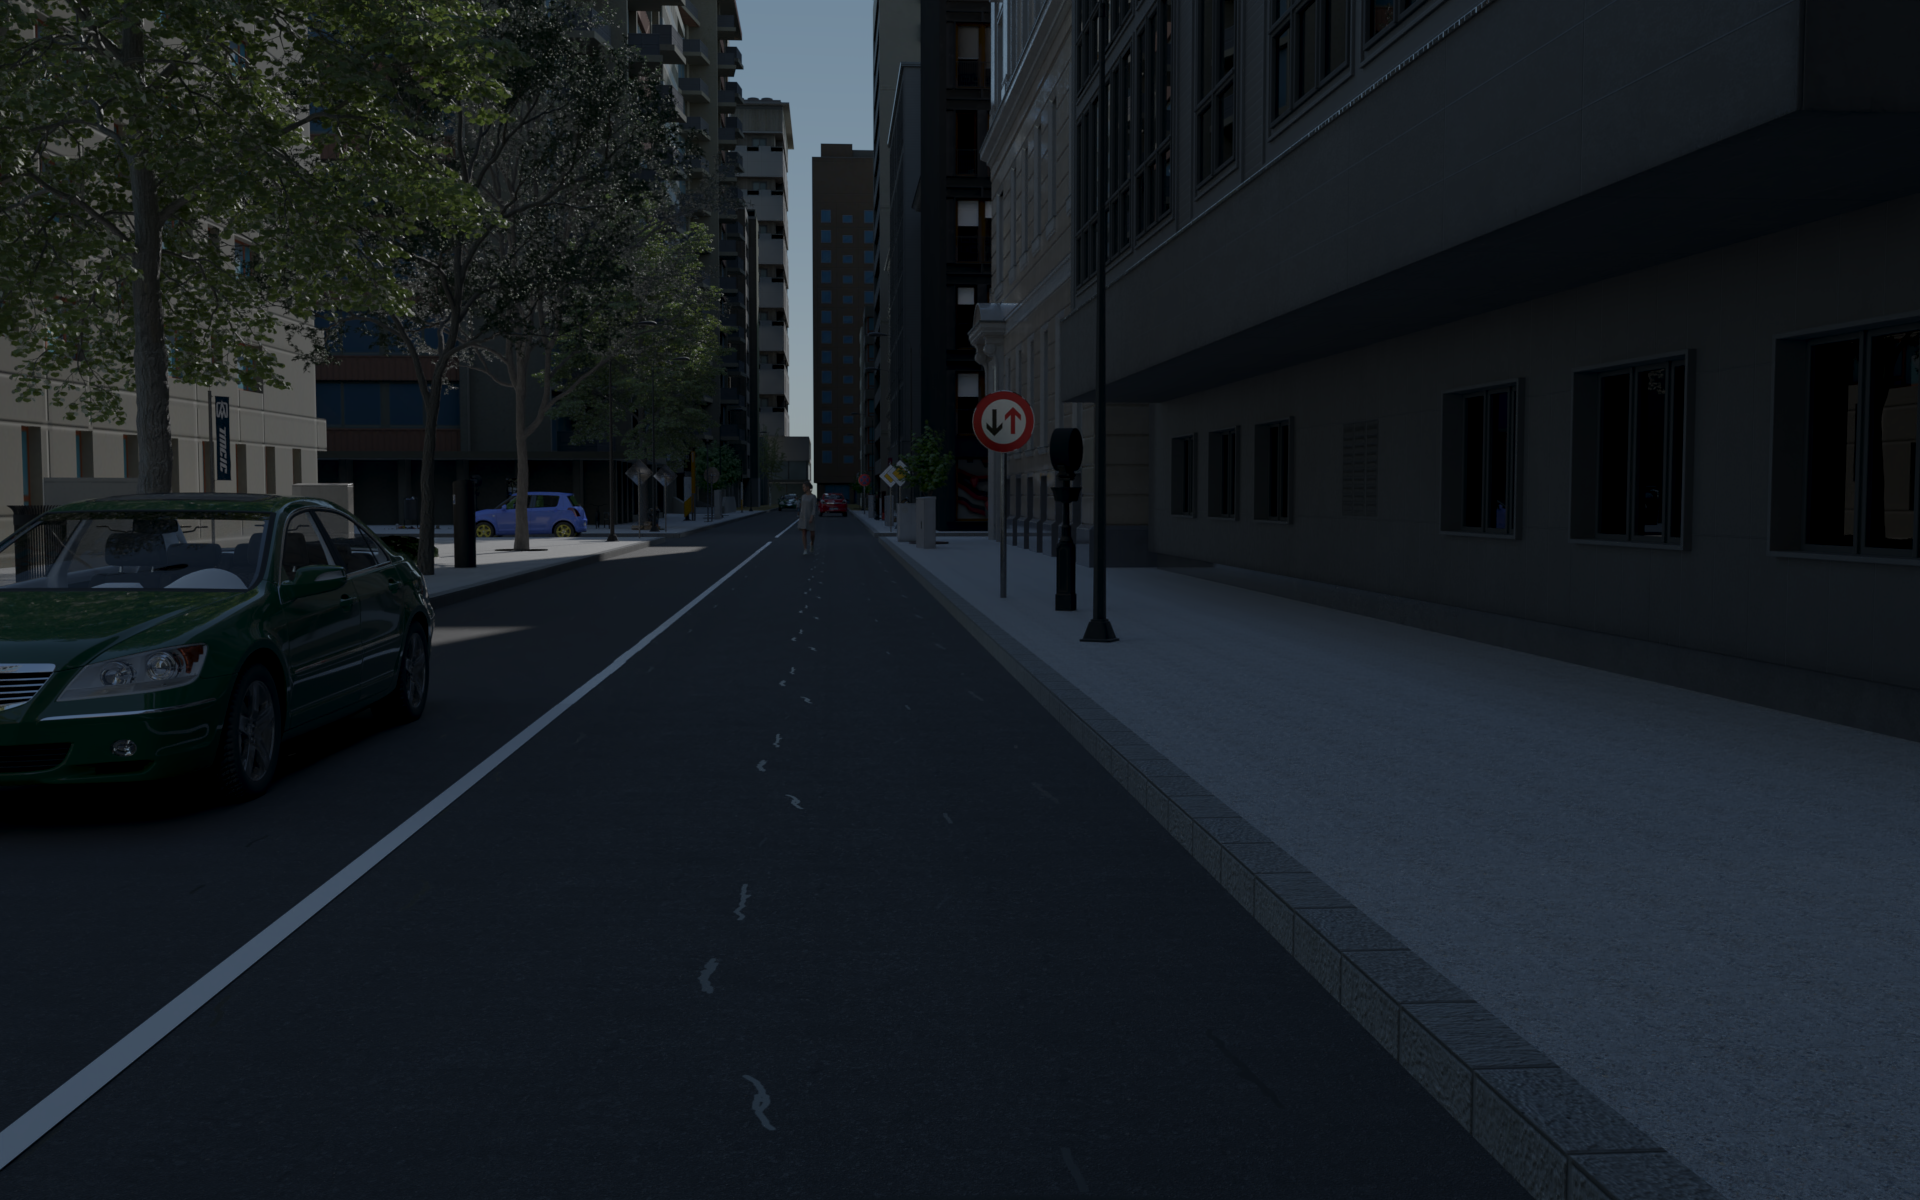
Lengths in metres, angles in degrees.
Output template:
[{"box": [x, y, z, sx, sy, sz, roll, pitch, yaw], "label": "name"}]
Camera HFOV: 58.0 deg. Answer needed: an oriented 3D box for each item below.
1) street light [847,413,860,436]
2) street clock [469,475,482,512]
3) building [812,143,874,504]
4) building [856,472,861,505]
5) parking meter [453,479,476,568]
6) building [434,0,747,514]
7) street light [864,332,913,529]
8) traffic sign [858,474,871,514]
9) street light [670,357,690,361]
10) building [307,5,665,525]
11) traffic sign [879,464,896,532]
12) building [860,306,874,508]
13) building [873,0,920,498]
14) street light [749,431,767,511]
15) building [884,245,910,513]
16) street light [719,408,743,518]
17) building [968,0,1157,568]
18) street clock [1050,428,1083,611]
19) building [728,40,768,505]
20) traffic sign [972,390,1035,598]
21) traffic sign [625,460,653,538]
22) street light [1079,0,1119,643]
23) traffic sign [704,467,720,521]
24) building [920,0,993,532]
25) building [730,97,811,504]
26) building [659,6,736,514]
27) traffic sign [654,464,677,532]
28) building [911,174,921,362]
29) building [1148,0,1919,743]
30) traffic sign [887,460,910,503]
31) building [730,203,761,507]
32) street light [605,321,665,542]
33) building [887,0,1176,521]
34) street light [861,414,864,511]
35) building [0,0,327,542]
[{"box": [-5.535, -7.723, 98.817, 1.470, 5.913, 1.316, 0, 4, -4], "label": "street light"}, {"box": [-18.440, -3.756, 65.979, 0.471, 2.002, 0.358, 3, 4, 36], "label": "street clock"}, {"box": [-11.920, -35.141, 224.670, 14.200, 45.320, 14.600, 0, 4, -4], "label": "building"}, {"box": [-1.539, -46.447, 197.665, 20.563, 71.187, 20.611, 0, 4, -4], "label": "building"}, {"box": [-8.636, -1.332, 30.192, 0.372, 1.533, 0.369, 0, 3, 0], "label": "parking meter"}, {"box": [-29.611, -30.053, 145.985, 22.147, 44.769, 28.867, 0, 4, -4], "label": "building"}, {"box": [-1.948, -4.733, 49.931, 1.470, 5.913, 1.316, 0, 4, -4], "label": "street light"}, {"box": [-6.059, -6.717, 109.926, 0.768, 2.556, 0.104, 0, 4, -4], "label": "traffic sign"}, {"box": [-9.850, -5.274, 58.778, 1.470, 5.913, 1.316, 0, 4, -4], "label": "street light"}, {"box": [-24.842, -26.178, 82.638, 22.147, 44.769, 28.867, 0, 4, -4], "label": "building"}, {"box": [-2.341, -3.360, 58.581, 0.795, 2.450, 0.064, 0, 4, -4], "label": "traffic sign"}, {"box": [4.019, -20.141, 174.336, 27.650, 21.520, 28.899, 0, 4, -4], "label": "building"}, {"box": [3.516, -32.080, 148.202, 21.300, 48.544, 21.600, 0, 4, -4], "label": "building"}, {"box": [-14.971, -9.531, 128.371, 1.470, 5.913, 1.316, 0, 4, -4], "label": "street light"}, {"box": [-0.305, -16.867, 124.926, 9.793, 20.994, 18.267, 0, 4, -4], "label": "building"}, {"box": [-12.419, -7.408, 93.668, 1.470, 5.913, 1.316, 0, 4, -4], "label": "street light"}, {"box": [7.728, -15.506, 39.429, 13.634, 28.700, 20.117, 0, 4, -4], "label": "building"}, {"box": [1.166, -0.883, 19.014, 0.358, 2.002, 0.471, 2, 4, 24], "label": "street clock"}, {"box": [-37.687, -53.855, 193.205, 31.000, 86.520, 22.319, 0, 4, -4], "label": "building"}, {"box": [0.538, -1.299, 21.348, 0.768, 2.556, 0.104, 0, 4, 3], "label": "traffic sign"}, {"box": [-9.272, -2.840, 50.080, 0.795, 2.450, 0.064, 0, 4, -4], "label": "traffic sign"}, {"box": [0.677, -2.591, 14.900, 1.470, 5.913, 1.316, 0, 4, -4], "label": "street light"}, {"box": [-11.733, -4.998, 81.829, 0.768, 2.556, 0.104, 0, 4, 3], "label": "traffic sign"}, {"box": [6.737, -14.403, 65.169, 15.834, 23.373, 12.332, 0, 4, -4], "label": "building"}, {"box": [-33.808, -39.188, 229.959, 27.495, 52.752, 28.713, 0, 4, -4], "label": "building"}, {"box": [-31.832, -25.984, 116.719, 32.217, 40.220, 23.993, 0, 4, -4], "label": "building"}, {"box": [-9.866, -3.327, 58.043, 0.795, 2.450, 0.064, 0, 4, -4], "label": "traffic sign"}, {"box": [3.431, -13.287, 81.862, 10.561, 19.102, 19.286, 0, 4, -4], "label": "building"}, {"box": [9.581, -13.700, 17.509, 14.314, 27.812, 24.014, 0, 4, -4], "label": "building"}, {"box": [-1.747, -2.873, 50.618, 0.795, 2.450, 0.064, 0, 4, -4], "label": "traffic sign"}, {"box": [-26.833, -24.247, 168.134, 14.160, 30.474, 14.107, 0, 4, -4], "label": "building"}, {"box": [-8.835, -4.528, 46.572, 1.470, 5.913, 1.316, 0, 4, -4], "label": "street light"}, {"box": [3.206, -18.945, 103.250, 14.314, 27.812, 24.014, 0, 4, -4], "label": "building"}, {"box": [-2.783, -5.574, 63.675, 1.470, 5.913, 1.316, 0, 4, -4], "label": "street light"}, {"box": [-31.358, -11.546, 33.816, 28.899, 21.520, 27.650, 0, 4, -4], "label": "building"}]
